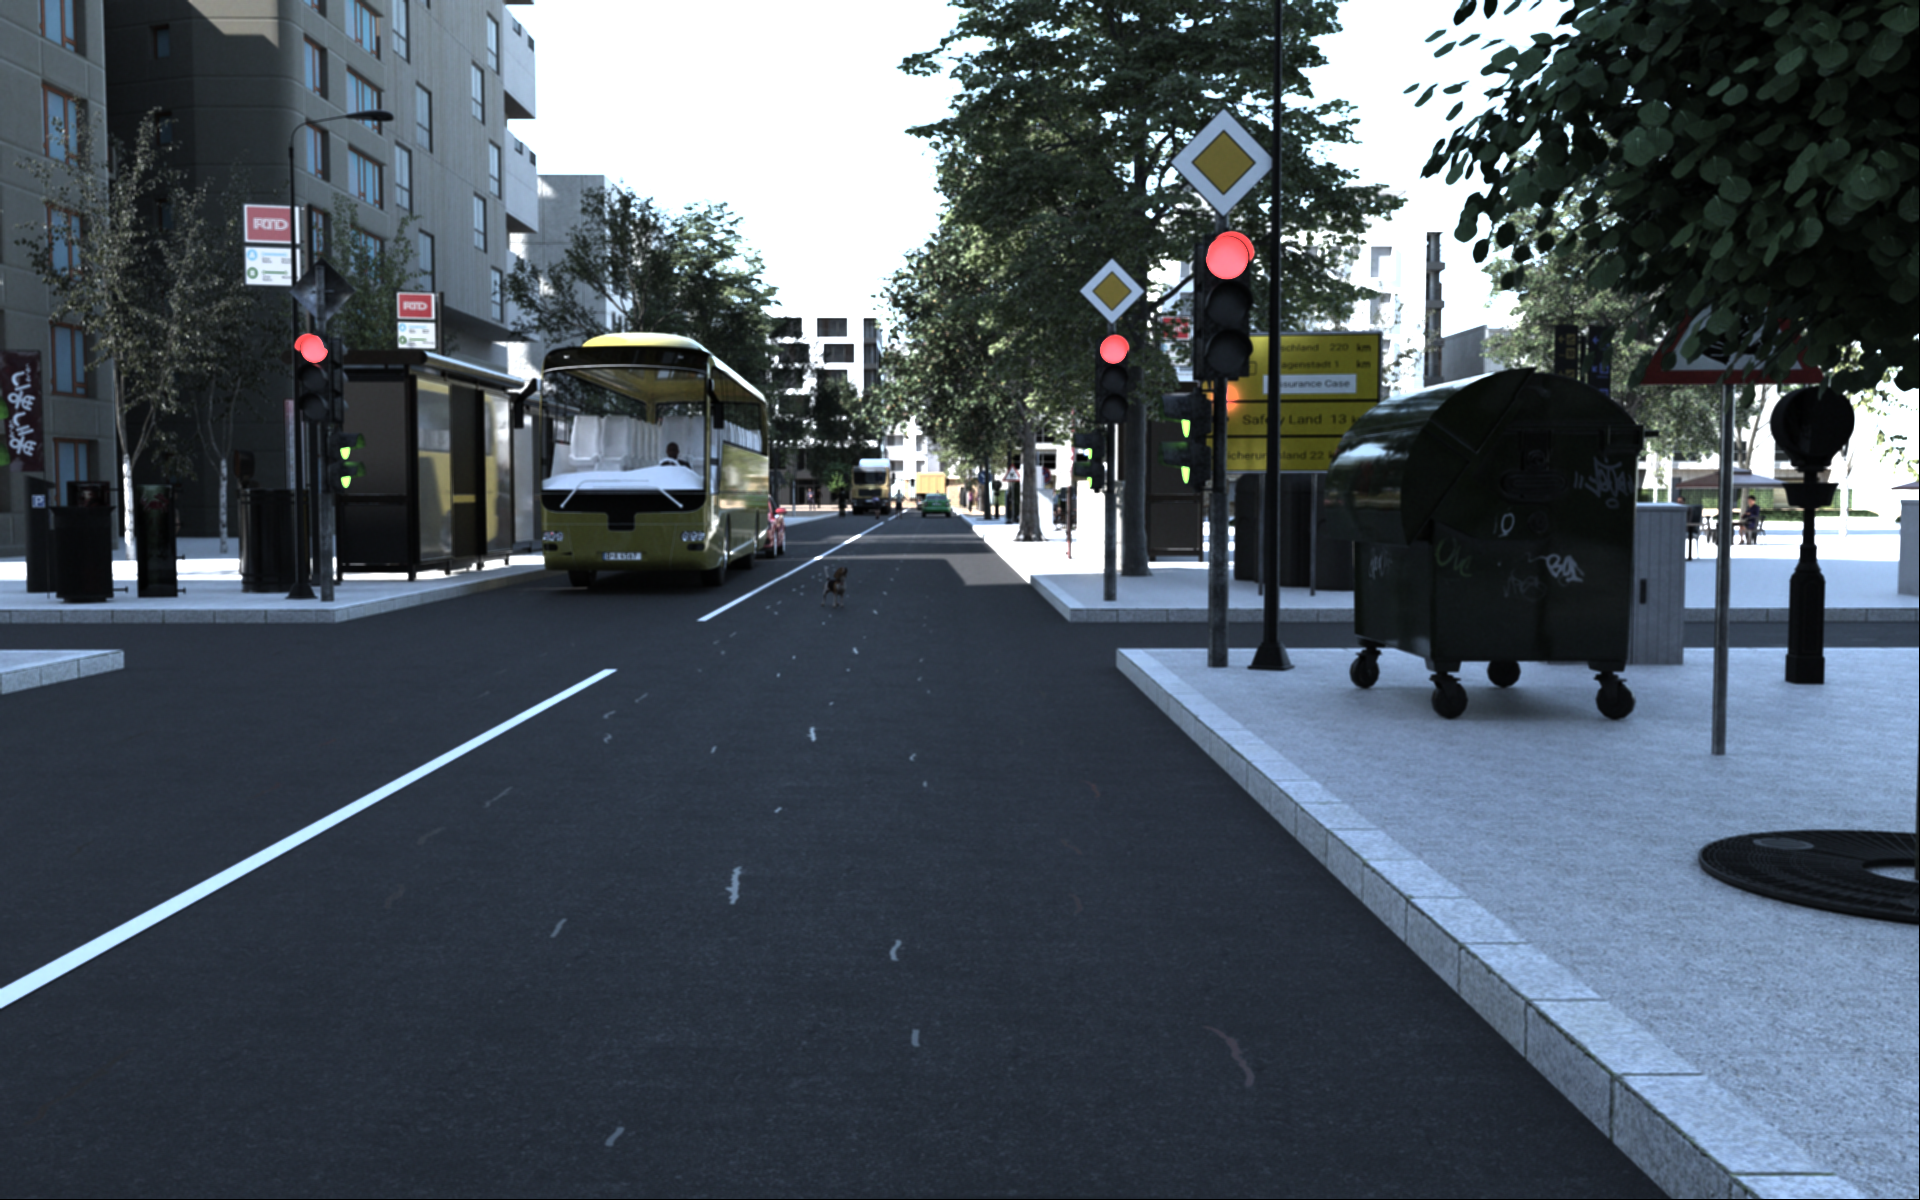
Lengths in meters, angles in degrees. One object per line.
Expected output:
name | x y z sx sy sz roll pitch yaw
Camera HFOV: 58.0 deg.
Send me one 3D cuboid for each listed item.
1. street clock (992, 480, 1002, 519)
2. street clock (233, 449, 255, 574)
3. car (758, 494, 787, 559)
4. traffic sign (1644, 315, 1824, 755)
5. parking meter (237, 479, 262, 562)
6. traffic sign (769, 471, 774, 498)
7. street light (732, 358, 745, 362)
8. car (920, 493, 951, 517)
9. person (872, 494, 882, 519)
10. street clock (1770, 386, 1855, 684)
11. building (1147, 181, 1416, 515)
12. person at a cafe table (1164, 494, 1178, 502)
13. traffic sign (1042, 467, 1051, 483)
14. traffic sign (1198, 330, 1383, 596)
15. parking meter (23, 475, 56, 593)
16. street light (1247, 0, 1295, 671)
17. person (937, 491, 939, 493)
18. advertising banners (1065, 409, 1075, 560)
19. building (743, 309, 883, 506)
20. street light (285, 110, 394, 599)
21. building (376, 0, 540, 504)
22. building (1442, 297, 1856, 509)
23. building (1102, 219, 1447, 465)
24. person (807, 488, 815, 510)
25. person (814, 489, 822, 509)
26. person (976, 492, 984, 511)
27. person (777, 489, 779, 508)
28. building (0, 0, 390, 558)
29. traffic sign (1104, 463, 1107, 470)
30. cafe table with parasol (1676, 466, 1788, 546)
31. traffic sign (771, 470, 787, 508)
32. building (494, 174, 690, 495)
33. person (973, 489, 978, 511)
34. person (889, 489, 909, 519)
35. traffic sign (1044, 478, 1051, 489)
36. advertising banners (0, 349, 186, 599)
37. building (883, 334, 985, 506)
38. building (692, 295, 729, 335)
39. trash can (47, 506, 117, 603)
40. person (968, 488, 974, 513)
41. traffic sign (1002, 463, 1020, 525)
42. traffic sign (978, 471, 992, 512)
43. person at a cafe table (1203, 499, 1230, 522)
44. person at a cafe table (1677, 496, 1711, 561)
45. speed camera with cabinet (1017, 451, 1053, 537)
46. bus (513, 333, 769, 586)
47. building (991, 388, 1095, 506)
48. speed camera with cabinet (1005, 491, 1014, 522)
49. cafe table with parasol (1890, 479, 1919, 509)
street clock | 1.936 -5.272 90.771 0.471 2.002 0.358 -1 4 -21
street clock | -11.507 -1.425 27.872 0.358 2.002 0.471 -3 4 -36
car | -5.012 -1.874 39.683 2.155 1.783 4.494 0 4 -2
traffic sign | 3.743 -0.518 8.471 0.884 2.594 0.081 0 4 3
parking meter | -11.900 -1.262 29.046 0.372 1.533 0.369 0 3 0
traffic sign | -10.281 -5.808 95.072 0.768 2.556 0.104 0 4 8
street light | -7.946 -5.310 59.362 1.470 5.913 1.316 0 4 -1
car | -1.491 -6.044 107.617 1.959 1.807 4.718 0 4 -2
person | -4.809 -5.359 99.349 0.421 1.427 0.697 -3 5 -40
street clock | 5.745 -0.437 11.721 0.471 2.002 0.358 0 4 5
building | 19.546 -15.558 110.791 16.016 20.091 11.380 0 4 -1
person at a cafe table | 8.716 -3.811 70.823 1.698 1.524 1.622 2 4 25
traffic sign | 3.882 -4.965 81.282 0.768 2.556 0.104 0 4 3
traffic sign | 4.126 -1.706 21.770 2.265 3.308 0.079 1 4 9
parking meter | -12.005 -0.870 22.630 0.372 1.533 0.369 0 3 0
street light | 1.749 -2.448 12.567 1.470 5.913 1.316 0 4 -1
person | -1.775 -7.776 136.552 0.530 1.710 0.541 0 4 8
advertising banners | 2.165 -2.319 34.107 0.090 3.025 2.074 0 4 1
building | -25.644 -22.104 205.367 32.646 21.610 27.936 0 4 -1
street light | -7.544 -2.969 21.088 1.470 5.913 1.316 0 4 -1
building | -33.609 -29.528 72.018 28.713 52.752 27.495 0 4 -1
building | 59.543 -17.576 153.833 31.486 18.905 16.747 0 4 -1
building | 25.463 -18.429 145.281 27.936 21.610 32.646 0 4 -1
person | -11.891 -8.079 138.579 0.683 1.767 0.568 0 4 3
person | -12.362 -8.808 150.577 0.721 1.766 1.217 2 4 34
person | 1.569 -7.338 126.574 0.990 1.755 0.434 2 4 33
person | -15.920 -8.758 149.781 0.434 1.755 0.990 2 4 33
building | -33.235 -12.220 44.830 27.650 21.520 28.899 0 4 -1
traffic sign | 4.984 -3.324 56.479 0.606 2.300 0.079 0 4 7
cafe table with parasol | 19.278 -2.346 43.218 2.610 1.966 2.610 3 5 40
traffic sign | -9.696 -5.679 92.860 0.884 2.594 0.081 0 4 1
building | -28.179 -14.994 111.610 16.747 18.905 31.486 0 4 -1
person | 1.450 -7.786 134.026 1.217 1.739 0.721 0 4 4
person | -3.560 -5.618 101.142 1.217 1.735 0.721 -1 4 -12
traffic sign | 4.536 -5.725 93.705 0.768 2.556 0.104 0 4 2
advertising banners | -10.671 -1.533 21.260 2.074 3.025 0.090 -1 4 -13
building | -2.995 -20.948 198.918 11.380 20.091 16.016 0 4 -1
building | -36.864 -17.502 152.611 31.486 18.905 16.747 0 4 -1
trash can | -10.379 -0.542 20.514 0.748 1.137 0.748 0 3 0
person | 0.818 -6.941 120.216 0.721 1.739 1.217 1 4 16
traffic sign | 2.211 -4.461 72.947 0.884 2.594 0.081 0 4 2
traffic sign | 1.352 -5.759 94.273 0.768 2.556 0.104 0 4 2
person at a cafe table | 11.743 -4.257 80.470 1.698 1.238 1.726 -3 5 -39
person at a cafe table | 13.791 -1.402 33.779 1.726 1.238 1.698 -2 4 -33
speed camera with cabinet | 2.365 -3.599 53.172 0.660 3.252 2.038 -1 4 -11
bus | -5.007 -2.362 30.163 2.896 3.916 12.252 0 4 -2
building | 19.553 -20.365 199.426 31.486 18.905 16.747 0 4 -1
speed camera with cabinet | 2.960 -5.220 79.684 0.660 3.252 2.038 -3 5 -43
cafe table with parasol | 37.318 -3.792 66.871 2.610 1.966 2.610 1 4 19
